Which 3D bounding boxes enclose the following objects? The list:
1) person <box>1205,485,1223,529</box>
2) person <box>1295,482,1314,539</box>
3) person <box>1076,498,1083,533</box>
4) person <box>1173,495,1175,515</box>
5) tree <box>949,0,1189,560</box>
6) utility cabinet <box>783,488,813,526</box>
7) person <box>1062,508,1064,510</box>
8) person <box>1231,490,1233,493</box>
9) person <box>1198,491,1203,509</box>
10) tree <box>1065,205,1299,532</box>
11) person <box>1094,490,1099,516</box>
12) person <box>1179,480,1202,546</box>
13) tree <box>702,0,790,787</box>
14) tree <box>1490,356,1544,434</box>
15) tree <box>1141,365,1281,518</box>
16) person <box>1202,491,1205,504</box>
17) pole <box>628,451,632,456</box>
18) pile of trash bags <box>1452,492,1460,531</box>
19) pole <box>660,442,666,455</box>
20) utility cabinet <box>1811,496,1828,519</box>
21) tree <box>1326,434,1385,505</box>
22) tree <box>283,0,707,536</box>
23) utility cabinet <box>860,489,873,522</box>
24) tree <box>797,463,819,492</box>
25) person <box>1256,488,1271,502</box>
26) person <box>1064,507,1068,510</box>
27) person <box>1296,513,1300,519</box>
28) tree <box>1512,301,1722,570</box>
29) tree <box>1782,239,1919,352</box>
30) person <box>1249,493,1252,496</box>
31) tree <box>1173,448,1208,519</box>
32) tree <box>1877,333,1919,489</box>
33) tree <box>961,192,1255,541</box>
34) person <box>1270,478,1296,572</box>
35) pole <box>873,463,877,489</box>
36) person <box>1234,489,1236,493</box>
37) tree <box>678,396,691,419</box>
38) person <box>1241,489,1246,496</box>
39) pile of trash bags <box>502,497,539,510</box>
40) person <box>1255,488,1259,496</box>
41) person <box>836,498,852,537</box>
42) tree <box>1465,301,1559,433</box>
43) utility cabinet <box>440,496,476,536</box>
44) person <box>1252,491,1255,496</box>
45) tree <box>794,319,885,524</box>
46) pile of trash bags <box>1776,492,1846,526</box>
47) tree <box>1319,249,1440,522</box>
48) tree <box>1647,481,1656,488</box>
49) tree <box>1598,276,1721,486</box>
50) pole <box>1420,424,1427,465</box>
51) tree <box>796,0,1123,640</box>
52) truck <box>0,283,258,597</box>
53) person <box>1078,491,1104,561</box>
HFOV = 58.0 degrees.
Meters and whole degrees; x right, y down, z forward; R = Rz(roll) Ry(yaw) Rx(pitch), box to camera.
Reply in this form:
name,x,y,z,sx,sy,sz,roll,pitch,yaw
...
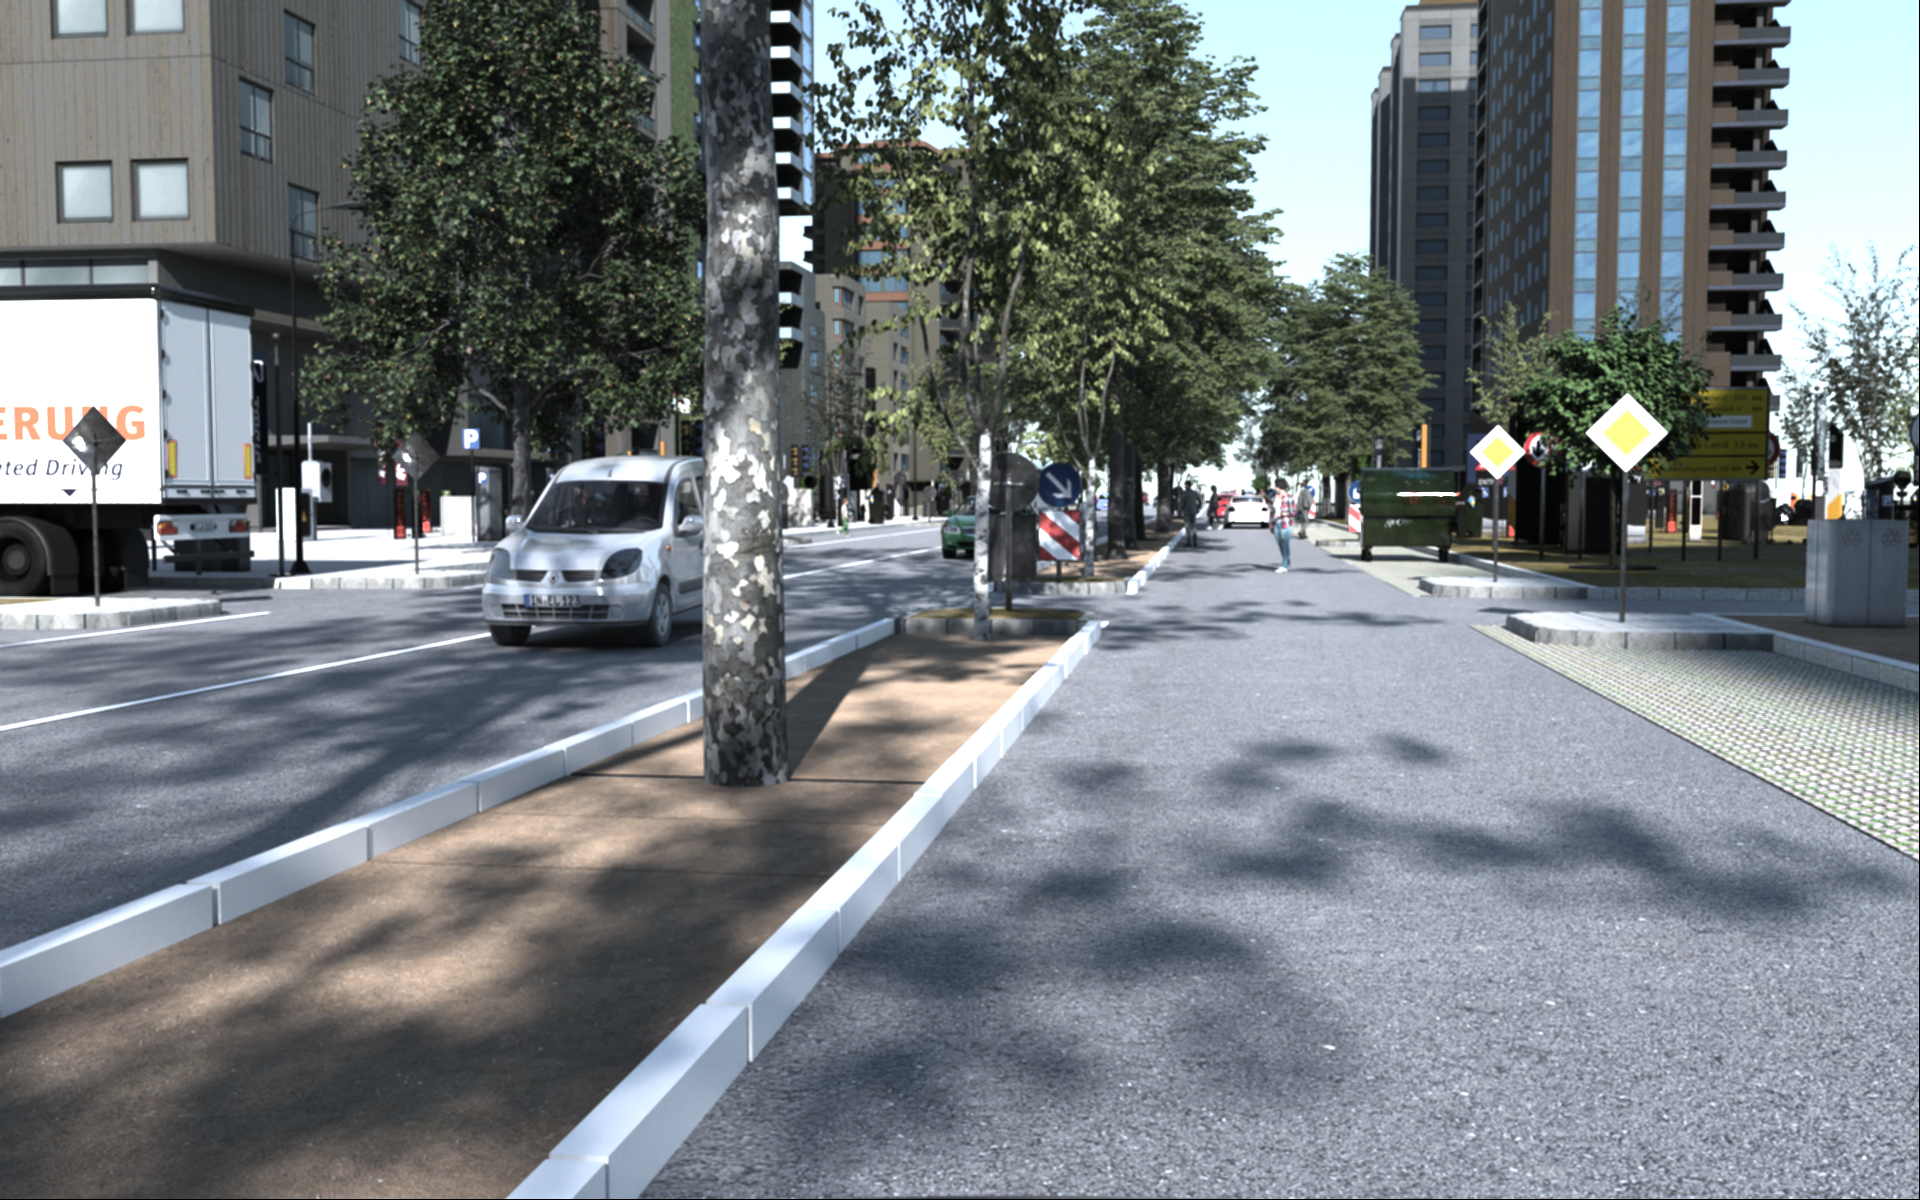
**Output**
name,x,y,z,sx,sy,sz,roll,pitch,yaw
person,10.312,-3.764,70.217,0.728,1.800,0.709,1,4,10
person,10.985,-2.852,55.235,0.679,1.850,0.850,3,4,36
person,4.445,-3.144,64.169,0.640,1.303,0.475,2,4,28
person,14.248,-6.598,116.470,1.348,1.812,0.705,0,4,4
tree,3.439,-7.111,36.857,7.486,12.596,7.792,0,3,0
utility cabinet,-6.401,-3.653,68.412,1.173,1.500,0.318,1,4,13
person,5.669,-5.356,96.275,0.606,1.804,0.583,1,4,22
person,21.603,-7.872,137.999,1.217,1.735,0.721,2,4,34
person,22.832,-9.497,164.695,0.541,1.710,0.530,1,4,22
tree,7.675,-9.499,64.428,9.857,13.997,8.962,0,3,0
person,9.115,-6.521,115.796,0.721,1.739,1.217,0,4,-6
person,6.319,-2.383,47.569,0.635,1.810,0.391,-2,4,-29
tree,0.011,-9.092,6.993,12.611,20.169,13.585,0,3,0
tree,29.891,-8.616,91.240,4.360,8.622,3.978,0,3,0
tree,8.853,-8.342,73.265,8.767,10.594,7.601,1,4,8
person,35.503,-14.936,252.795,0.705,1.812,1.348,0,4,-3
pole,-15.707,-5.417,82.412,0.158,3.312,0.155,0,3,0
pile of trash bags,17.096,-3.083,60.166,3.447,1.369,1.912,0,4,0
pole,-11.545,-4.501,67.434,0.158,3.312,0.155,0,3,0
utility cabinet,34.114,-3.512,68.575,0.306,1.237,1.020,0,4,-2
tree,20.133,-6.360,87.707,4.285,4.588,4.351,0,3,0
tree,-9.249,-7.317,36.643,9.611,12.733,9.660,0,3,0
utility cabinet,-4.711,-4.810,87.324,0.318,1.500,1.173,1,4,15
tree,-8.288,-6.031,93.203,1.663,3.219,1.824,0,3,0
person,17.872,-5.763,102.742,1.348,1.823,0.705,2,4,35
person,6.867,-6.140,112.151,1.065,1.426,0.557,-2,4,-30
person,19.366,-5.258,98.741,0.394,1.301,0.425,3,5,42
tree,11.252,-2.818,29.786,4.285,4.588,4.351,0,3,0
tree,25.739,-6.057,49.400,4.360,8.622,3.978,0,3,0
person,15.396,-4.935,91.787,0.523,1.515,0.503,2,4,35
tree,12.542,-8.926,98.760,4.360,8.622,3.978,0,3,0
tree,42.290,-7.670,75.762,4.737,8.622,4.395,0,3,0
tree,5.434,-7.640,53.130,9.928,11.665,9.643,0,3,0
person,5.951,-1.374,31.796,0.643,1.720,0.563,-2,4,-30
pole,-4.877,-6.451,99.320,0.158,3.312,0.155,0,3,0
person,18.199,-6.455,114.593,0.990,1.755,0.434,2,4,24
tree,-7.381,-6.472,56.186,4.737,8.622,4.395,0,3,0
person,20.282,-7.080,124.353,0.705,1.812,1.348,-1,4,-13
pile of trash bags,-15.871,-3.450,66.159,3.447,1.369,1.912,-2,4,-31
person,19.720,-6.487,114.653,0.705,1.812,1.348,0,4,2
person,-3.862,-2.738,57.511,0.590,1.304,0.306,-2,4,-33
tree,21.216,-7.029,65.292,4.737,8.622,4.395,0,3,0
utility cabinet,-15.379,-2.563,53.069,1.020,1.237,0.306,-2,4,-35
person,36.347,-12.623,214.752,0.709,1.838,0.599,2,4,24
tree,-5.168,-7.522,73.341,4.360,8.622,3.978,0,3,0
pile of trash bags,33.743,-3.701,70.265,3.447,1.369,1.912,-1,4,-16
tree,18.565,-9.945,80.728,7.486,12.596,7.792,0,3,0
tree,31.753,-8.041,81.828,4.737,8.622,4.395,0,3,0
tree,23.618,-6.673,59.463,4.360,8.622,3.978,0,3,0
pole,13.548,-3.476,50.676,0.158,3.312,0.155,0,3,0
tree,0.205,-3.922,16.948,4.737,8.622,4.395,0,3,0
truck,-16.027,-2.206,24.986,11.283,4.237,2.839,0,4,8
person,2.772,-1.582,36.955,0.523,1.515,0.503,2,4,28
